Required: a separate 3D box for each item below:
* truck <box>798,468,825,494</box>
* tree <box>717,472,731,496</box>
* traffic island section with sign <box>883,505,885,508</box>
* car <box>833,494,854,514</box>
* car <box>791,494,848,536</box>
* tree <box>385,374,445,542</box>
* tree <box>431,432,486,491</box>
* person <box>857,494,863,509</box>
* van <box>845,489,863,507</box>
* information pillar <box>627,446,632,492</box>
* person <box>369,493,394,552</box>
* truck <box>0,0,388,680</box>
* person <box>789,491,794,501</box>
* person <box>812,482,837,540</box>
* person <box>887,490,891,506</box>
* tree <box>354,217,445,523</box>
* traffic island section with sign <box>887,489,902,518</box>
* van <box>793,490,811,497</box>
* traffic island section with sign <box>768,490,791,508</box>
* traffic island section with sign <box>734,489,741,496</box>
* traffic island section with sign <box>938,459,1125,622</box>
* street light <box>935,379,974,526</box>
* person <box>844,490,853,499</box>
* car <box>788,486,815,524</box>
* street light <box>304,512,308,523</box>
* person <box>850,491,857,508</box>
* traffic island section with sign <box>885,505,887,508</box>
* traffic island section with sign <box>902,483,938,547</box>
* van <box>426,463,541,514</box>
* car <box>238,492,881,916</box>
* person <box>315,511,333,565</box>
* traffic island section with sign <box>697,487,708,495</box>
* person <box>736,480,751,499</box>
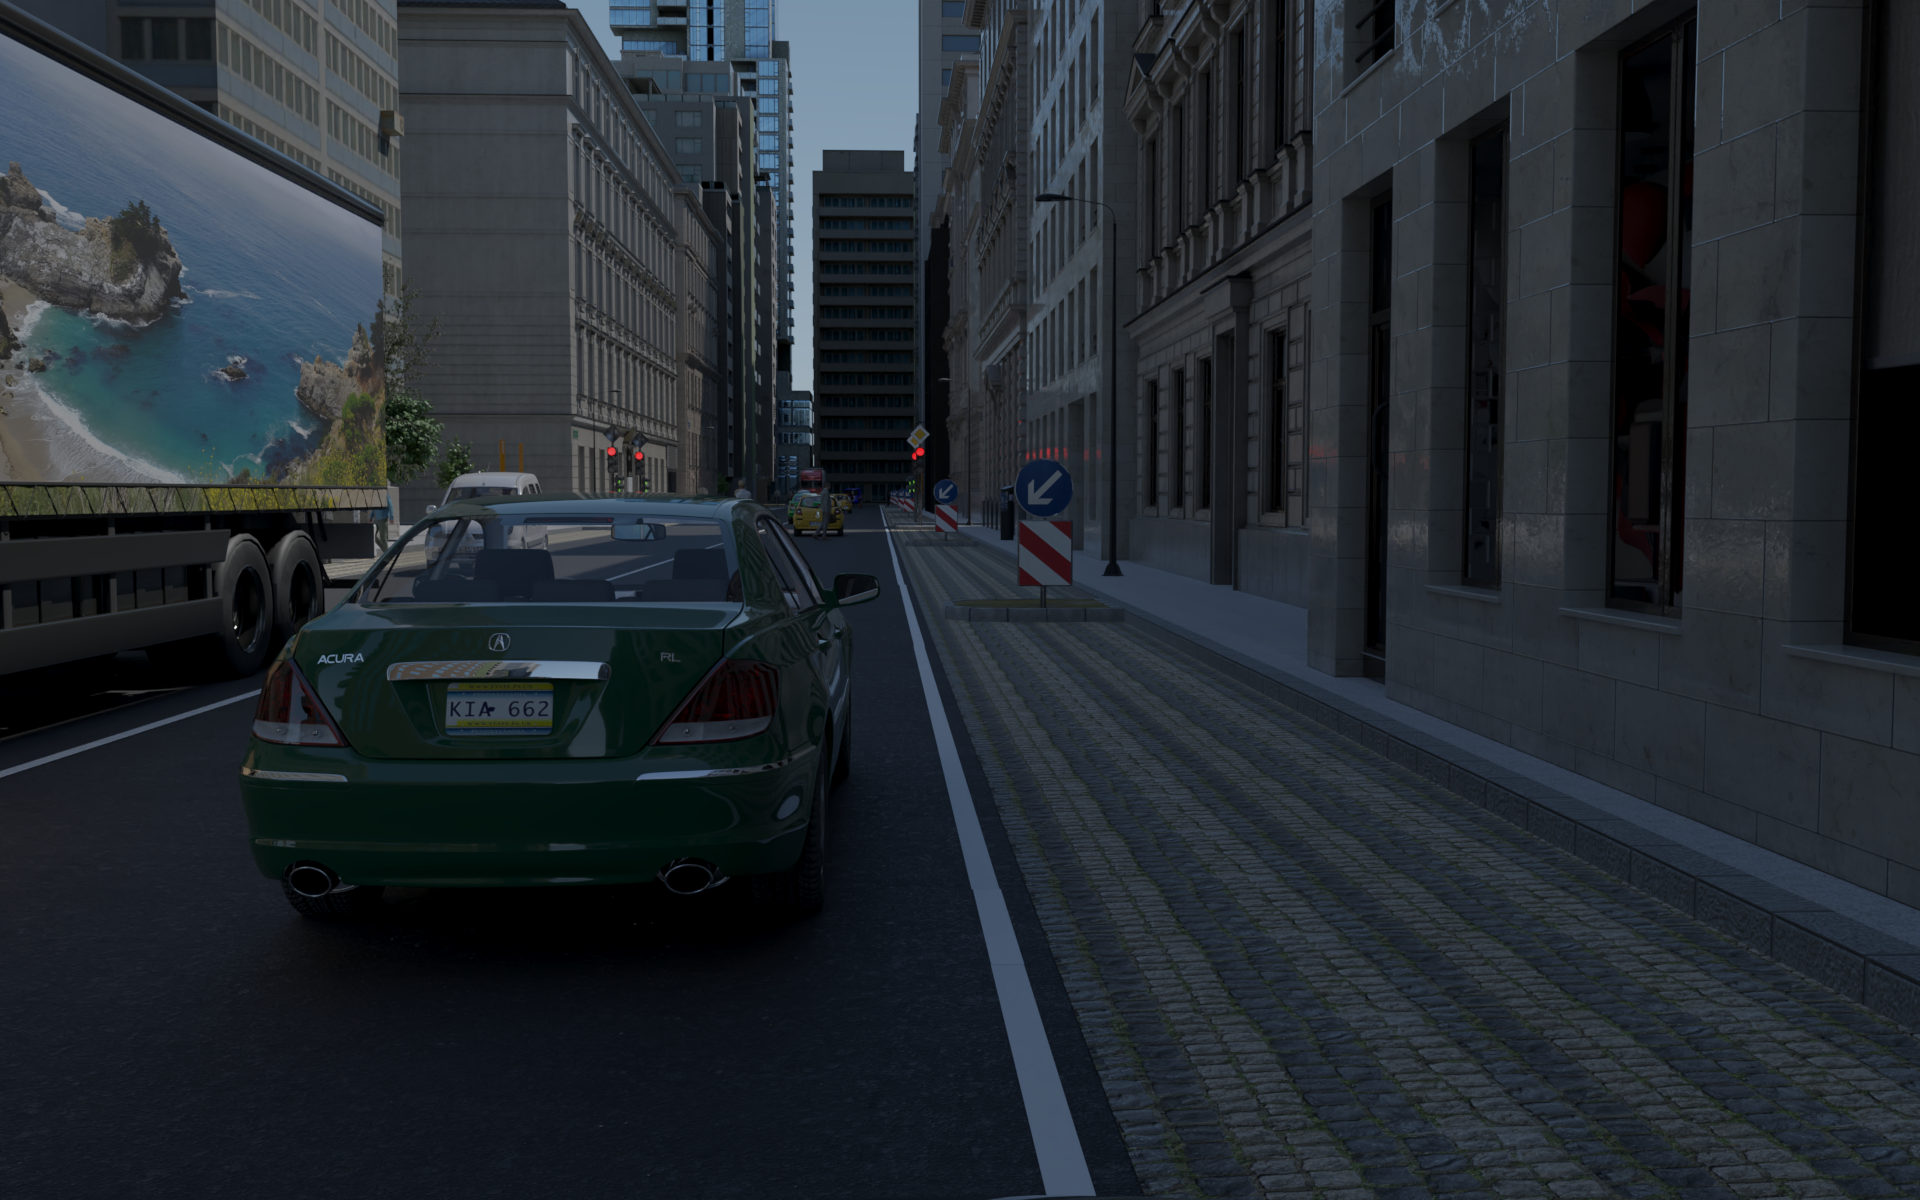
[{"bbox_3d":[-15.942,-12.162,187.754,2.839,4.237,11.283,0,4,-3],"label":"truck"},{"bbox_3d":[-20.913,-9.530,150.419,1.663,3.219,1.824,0,3,0],"label":"tree"},{"bbox_3d":[-6.839,-10.463,179.689,1.989,1.847,2.006,0,4,-3],"label":"traffic island section with sign"},{"bbox_3d":[-8.901,-7.255,128.836,2.015,1.641,3.980,0,4,-1],"label":"car"},{"bbox_3d":[-4.879,-3.045,60.005,2.015,1.641,3.980,0,4,-3],"label":"car"},{"bbox_3d":[-15.710,-3.871,47.008,4.285,4.588,4.351,0,3,0],"label":"tree"},{"bbox_3d":[-15.588,-3.638,54.091,1.663,3.219,1.824,0,3,0],"label":"tree"},{"bbox_3d":[-9.753,-9.670,169.833,0.421,1.427,0.697,-3,4,-38],"label":"person"},{"bbox_3d":[-12.017,-11.647,194.808,2.240,2.365,5.245,0,4,-2],"label":"van"},{"bbox_3d":[-16.292,-5.751,85.386,0.183,3.616,0.504,1,4,11],"label":"information pillar"},{"bbox_3d":[-12.160,-1.688,36.445,0.444,1.785,0.601,-3,5,-42],"label":"person"},{"bbox_3d":[-6.622,-1.370,11.316,2.839,4.237,11.283,0,4,-2],"label":"truck"},{"bbox_3d":[-18.754,-11.255,193.230,0.721,1.736,1.217,2,4,25],"label":"person"},{"bbox_3d":[-4.174,-2.773,53.954,0.853,1.813,0.709,-2,4,-25],"label":"person"},{"bbox_3d":[-7.630,-10.813,185.312,0.705,1.821,1.348,-1,4,-18],"label":"person"},{"bbox_3d":[-14.784,-5.624,42.317,4.360,8.622,3.978,0,3,0],"label":"tree"},{"bbox_3d":[-3.148,-5.749,102.621,1.989,1.847,2.006,0,4,-3],"label":"traffic island section with sign"},{"bbox_3d":[-15.589,-10.134,172.710,2.013,2.044,4.112,0,4,-4],"label":"van"},{"bbox_3d":[-18.855,-10.437,179.264,1.989,1.847,2.006,0,4,-3],"label":"traffic island section with sign"},{"bbox_3d":[-16.467,-7.380,129.283,1.989,1.847,2.006,0,4,-3],"label":"traffic island section with sign"},{"bbox_3d":[0.802,-0.706,20.170,1.989,1.847,2.006,0,4,-3],"label":"traffic island section with sign"},{"bbox_3d":[-0.155,-5.951,69.834,1.470,5.913,1.316,0,4,-3],"label":"street light"},{"bbox_3d":[-10.559,-9.308,160.651,1.348,1.831,0.705,1,4,8],"label":"person"},{"bbox_3d":[-7.419,-4.635,84.582,1.959,1.807,4.718,0,4,-2],"label":"car"},{"bbox_3d":[-13.844,-4.005,38.017,1.470,5.913,1.316,0,4,-3],"label":"street light"},{"bbox_3d":[-11.121,-10.385,178.820,1.217,1.766,0.721,-1,4,-14],"label":"person"},{"bbox_3d":[-4.447,-7.406,129.721,1.989,1.847,2.006,0,4,-3],"label":"traffic island section with sign"},{"bbox_3d":[-0.520,-2.394,47.764,1.989,1.847,2.006,0,4,-3],"label":"traffic island section with sign"},{"bbox_3d":[-8.713,-1.531,32.048,2.013,2.044,4.112,0,4,-5],"label":"van"},{"bbox_3d":[-1.410,0.272,7.344,2.131,1.459,4.920,0,4,-2],"label":"car"},{"bbox_3d":[-12.972,-1.640,35.119,0.447,1.846,0.655,0,4,-3],"label":"person"},{"bbox_3d":[-15.166,-5.728,102.278,1.989,1.847,2.006,0,4,-3],"label":"traffic island section with sign"},{"bbox_3d":[-5.542,-2.185,44.449,0.478,1.798,0.641,-2,4,-25],"label":"person"}]
